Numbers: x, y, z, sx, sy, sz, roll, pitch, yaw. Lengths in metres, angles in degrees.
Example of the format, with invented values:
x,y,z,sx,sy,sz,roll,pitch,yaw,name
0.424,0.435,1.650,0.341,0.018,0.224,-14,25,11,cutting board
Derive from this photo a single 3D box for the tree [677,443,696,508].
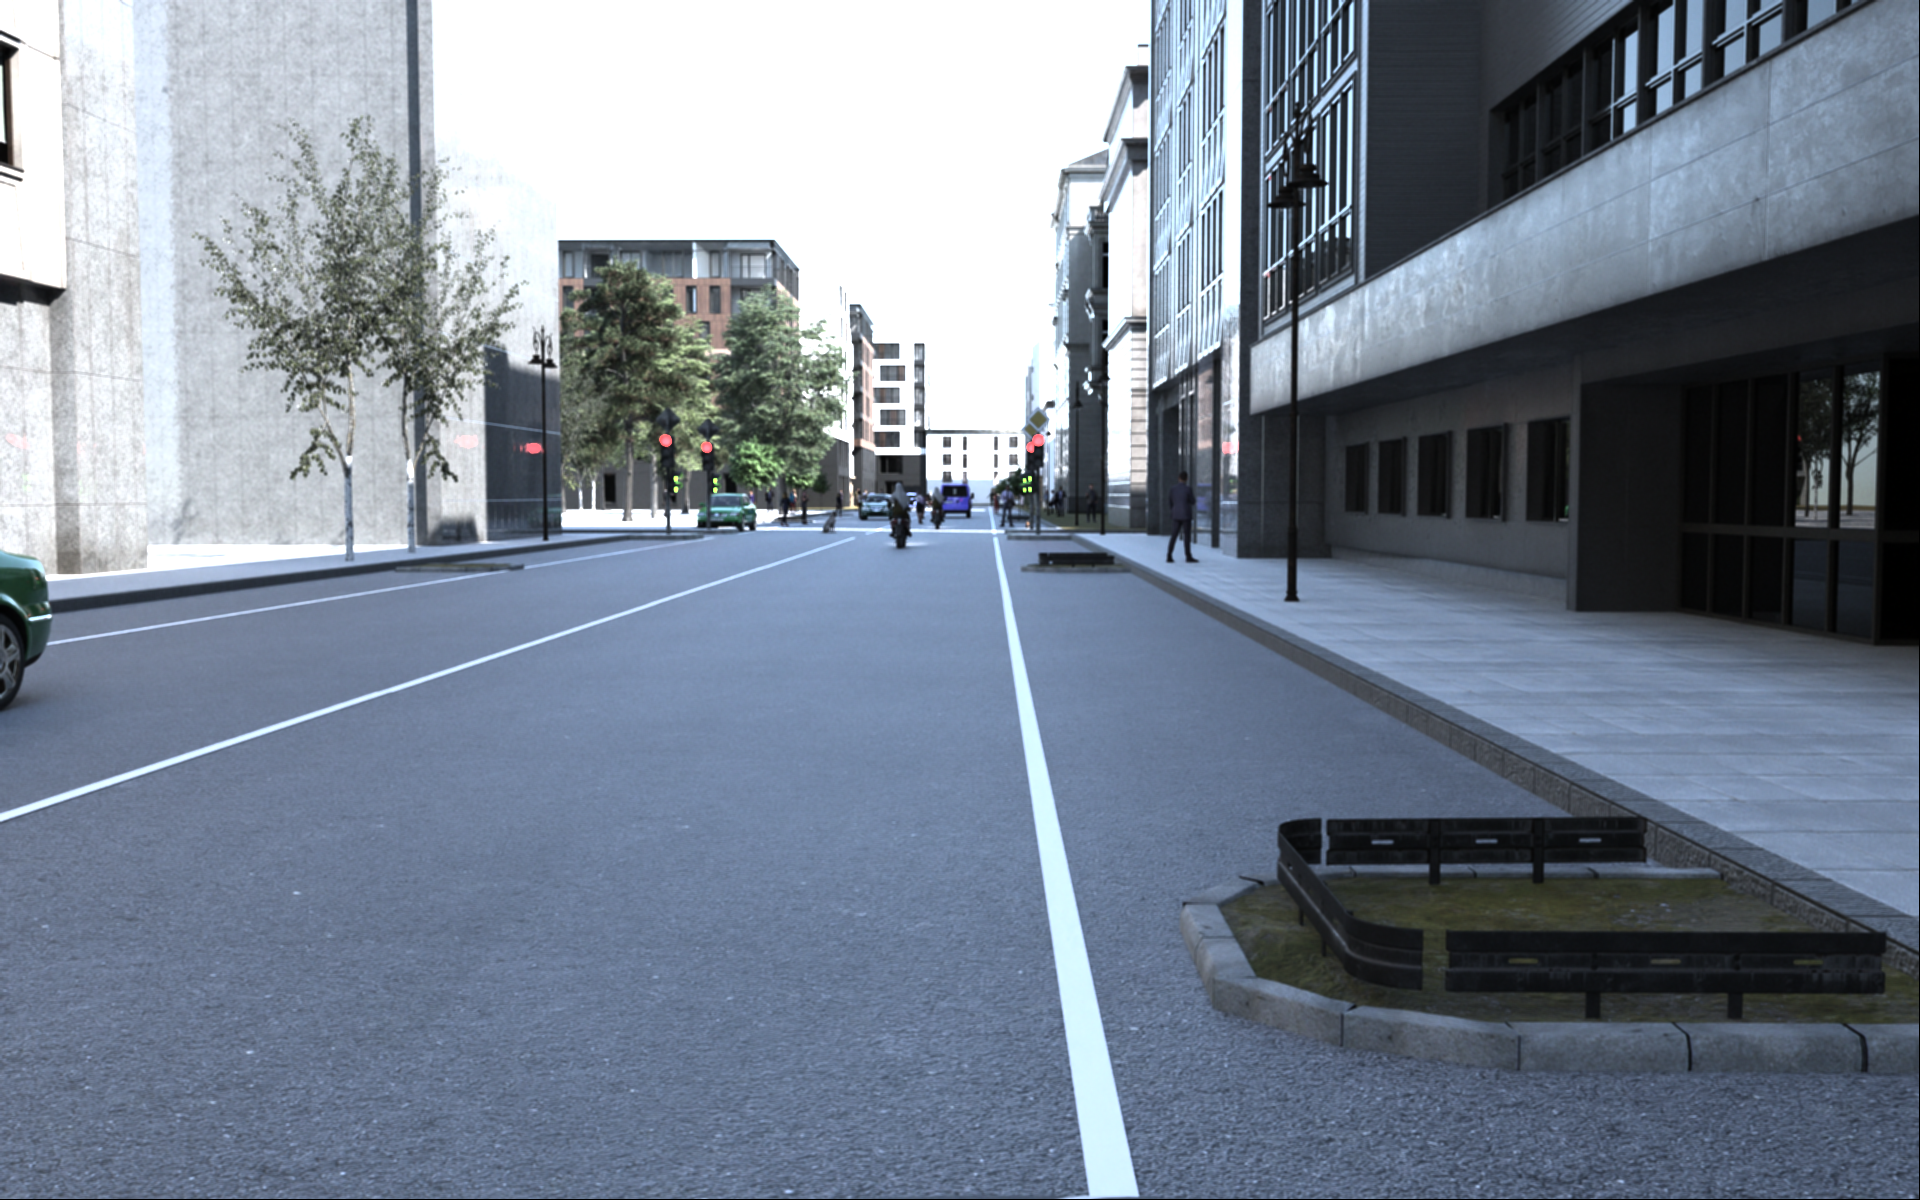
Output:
x,y,z,sx,sy,sz,roll,pitch,yaw,name
-19.406,-10.479,121.690,4.360,8.622,3.978,0,3,0,tree

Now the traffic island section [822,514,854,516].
x,y,z,sx,sy,sz,roll,pitch,yaw,name
-8.077,-5.631,114.938,1.991,0.108,1.994,0,4,1,traffic island section

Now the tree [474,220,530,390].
x,y,z,sx,sy,sz,roll,pitch,yaw,name
-11.724,-5.332,37.544,4.360,8.622,3.978,0,3,0,tree

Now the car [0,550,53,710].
x,y,z,sx,sy,sz,roll,pitch,yaw,name
-7.254,-0.075,10.029,1.959,1.807,4.718,0,4,3,car

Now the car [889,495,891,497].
x,y,z,sx,sy,sz,roll,pitch,yaw,name
-5.594,-7.474,134.568,2.083,1.381,4.827,0,4,1,car

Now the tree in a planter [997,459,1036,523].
x,y,z,sx,sy,sz,roll,pitch,yaw,name
3.019,-5.536,87.729,1.991,3.239,1.994,0,4,1,tree in a planter

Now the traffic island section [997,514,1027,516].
x,y,z,sx,sy,sz,roll,pitch,yaw,name
3.450,-5.621,114.765,1.991,0.108,1.994,0,4,1,traffic island section

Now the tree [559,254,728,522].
x,y,z,sx,sy,sz,roll,pitch,yaw,name
-15.186,-9.612,79.212,6.751,12.117,7.091,0,3,0,tree

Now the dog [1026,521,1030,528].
x,y,z,sx,sy,sz,roll,pitch,yaw,name
2.496,-2.785,65.731,0.550,0.427,0.748,3,4,39,dog

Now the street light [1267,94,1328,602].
x,y,z,sx,sy,sz,roll,pitch,yaw,name
3.977,-2.923,20.583,0.468,5.910,1.993,0,4,1,street light

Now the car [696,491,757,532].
x,y,z,sx,sy,sz,roll,pitch,yaw,name
-9.027,-3.571,67.185,1.959,1.807,4.718,0,4,3,car

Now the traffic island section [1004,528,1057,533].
x,y,z,sx,sy,sz,roll,pitch,yaw,name
2.631,-2.500,63.163,2.009,0.180,2.903,0,4,1,traffic island section

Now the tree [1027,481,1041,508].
x,y,z,sx,sy,sz,roll,pitch,yaw,name
6.064,-10.011,158.274,1.663,3.219,1.824,0,3,0,tree

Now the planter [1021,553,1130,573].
x,y,z,sx,sy,sz,roll,pitch,yaw,name
2.139,-0.700,32.589,1.991,0.319,1.994,0,4,1,planter

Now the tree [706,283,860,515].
x,y,z,sx,sy,sz,roll,pitch,yaw,name
-10.684,-12.083,104.214,9.857,13.997,8.962,0,3,0,tree

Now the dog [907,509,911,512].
x,y,z,sx,sy,sz,roll,pitch,yaw,name
-4.125,-7.387,137.615,0.513,0.831,0.800,-1,4,-9,dog

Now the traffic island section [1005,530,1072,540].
x,y,z,sx,sy,sz,roll,pitch,yaw,name
2.504,-2.012,55.179,2.009,0.180,2.903,0,4,1,traffic island section

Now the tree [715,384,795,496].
x,y,z,sx,sy,sz,roll,pitch,yaw,name
-15.568,-11.936,129.566,7.601,10.594,8.767,0,4,-4,tree

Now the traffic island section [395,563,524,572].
x,y,z,sx,sy,sz,roll,pitch,yaw,name
-9.368,-0.606,32.766,1.991,0.108,1.994,0,4,1,traffic island section

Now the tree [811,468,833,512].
x,y,z,sx,sy,sz,roll,pitch,yaw,name
-10.136,-8.145,127.770,1.663,3.219,1.824,0,3,0,tree

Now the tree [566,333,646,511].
x,y,z,sx,sy,sz,roll,pitch,yaw,name
-27.319,-13.525,131.501,12.009,13.543,11.850,0,3,0,tree

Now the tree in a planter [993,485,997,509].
x,y,z,sx,sy,sz,roll,pitch,yaw,name
4.233,-10.254,164.875,1.991,3.239,1.994,0,4,1,tree in a planter

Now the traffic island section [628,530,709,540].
x,y,z,sx,sy,sz,roll,pitch,yaw,name
-9.336,-2.024,55.371,2.009,0.180,2.903,0,4,1,traffic island section

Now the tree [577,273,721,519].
x,y,z,sx,sy,sz,roll,pitch,yaw,name
-16.258,-10.473,89.363,7.486,12.596,7.792,0,3,0,tree

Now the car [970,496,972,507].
x,y,z,sx,sy,sz,roll,pitch,yaw,name
0.524,-11.356,195.266,1.945,1.707,3.694,0,4,1,car

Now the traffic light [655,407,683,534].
x,y,z,sx,sy,sz,roll,pitch,yaw,name
-9.296,-4.036,55.236,0.839,4.213,0.868,0,4,1,traffic light

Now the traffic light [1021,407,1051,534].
x,y,z,sx,sy,sz,roll,pitch,yaw,name
2.464,-4.026,55.067,0.839,4.213,0.868,0,4,1,traffic light

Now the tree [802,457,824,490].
x,y,z,sx,sy,sz,roll,pitch,yaw,name
-10.684,-8.007,114.620,4.285,4.588,4.351,0,3,0,tree

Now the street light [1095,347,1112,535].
x,y,z,sx,sy,sz,roll,pitch,yaw,name
4.500,-4.994,54.434,0.468,5.910,1.993,0,4,1,street light

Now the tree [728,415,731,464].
x,y,z,sx,sy,sz,roll,pitch,yaw,name
-18.002,-11.722,113.716,6.751,12.117,7.091,0,3,0,tree

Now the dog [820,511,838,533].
x,y,z,sx,sy,sz,roll,pitch,yaw,name
-4.931,-2.884,63.991,0.800,0.831,0.513,0,4,4,dog

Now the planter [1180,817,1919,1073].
x,y,z,sx,sy,sz,roll,pitch,yaw,name
1.707,0.970,5.283,1.991,0.319,1.994,0,4,1,planter

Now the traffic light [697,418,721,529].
x,y,z,sx,sy,sz,roll,pitch,yaw,name
-9.169,-4.525,63.221,0.839,4.213,0.868,0,4,1,traffic light

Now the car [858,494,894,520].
x,y,z,sx,sy,sz,roll,pitch,yaw,name
-4.586,-5.202,96.857,2.131,1.459,4.920,0,4,0,car

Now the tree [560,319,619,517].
x,y,z,sx,sy,sz,roll,pitch,yaw,name
-16.496,-7.417,71.630,4.360,8.622,3.978,0,3,0,tree

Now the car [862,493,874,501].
x,y,z,sx,sy,sz,roll,pitch,yaw,name
-7.745,-8.458,147.875,1.945,1.707,3.694,0,4,-1,car

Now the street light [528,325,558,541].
x,y,z,sx,sy,sz,roll,pitch,yaw,name
-11.432,-4.576,47.613,0.468,5.910,1.993,0,4,1,street light

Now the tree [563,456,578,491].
x,y,z,sx,sy,sz,roll,pitch,yaw,name
-28.734,-10.566,123.120,4.737,8.622,4.395,0,3,0,tree

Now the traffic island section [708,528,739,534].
x,y,z,sx,sy,sz,roll,pitch,yaw,name
-9.209,-2.512,63.355,2.009,0.180,2.903,0,4,1,traffic island section

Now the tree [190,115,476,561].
x,y,z,sx,sy,sz,roll,pitch,yaw,name
-11.958,-5.052,32.969,4.360,8.622,3.978,0,3,0,tree

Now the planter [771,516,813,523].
x,y,z,sx,sy,sz,roll,pitch,yaw,name
-8.492,-4.089,87.991,1.991,0.319,1.994,0,4,1,planter

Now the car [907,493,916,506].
x,y,z,sx,sy,sz,roll,pitch,yaw,name
-4.949,-10.358,178.952,1.945,1.707,3.694,0,4,-1,car

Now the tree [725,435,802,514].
x,y,z,sx,sy,sz,roll,pitch,yaw,name
-11.295,-6.846,95.647,4.285,4.588,4.351,0,3,0,tree
